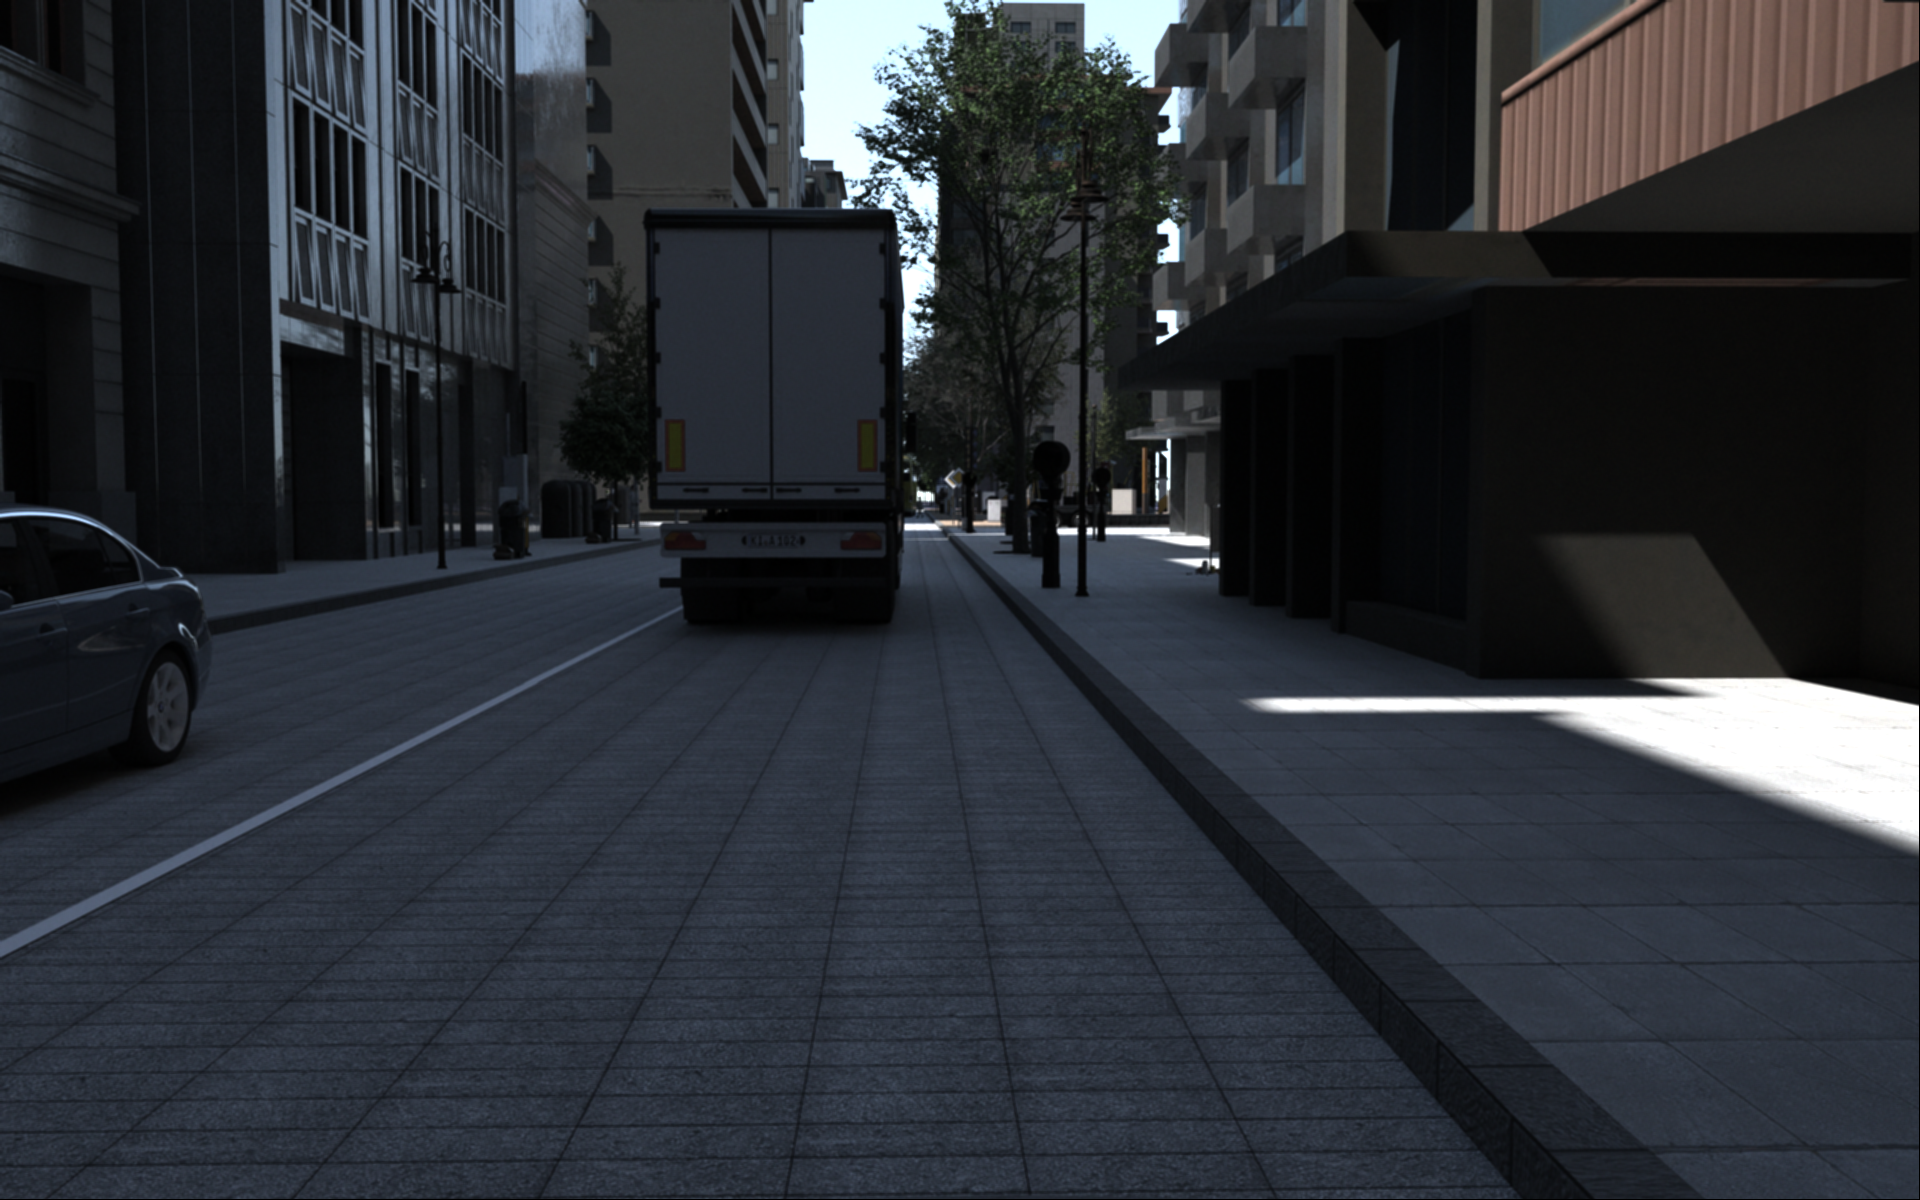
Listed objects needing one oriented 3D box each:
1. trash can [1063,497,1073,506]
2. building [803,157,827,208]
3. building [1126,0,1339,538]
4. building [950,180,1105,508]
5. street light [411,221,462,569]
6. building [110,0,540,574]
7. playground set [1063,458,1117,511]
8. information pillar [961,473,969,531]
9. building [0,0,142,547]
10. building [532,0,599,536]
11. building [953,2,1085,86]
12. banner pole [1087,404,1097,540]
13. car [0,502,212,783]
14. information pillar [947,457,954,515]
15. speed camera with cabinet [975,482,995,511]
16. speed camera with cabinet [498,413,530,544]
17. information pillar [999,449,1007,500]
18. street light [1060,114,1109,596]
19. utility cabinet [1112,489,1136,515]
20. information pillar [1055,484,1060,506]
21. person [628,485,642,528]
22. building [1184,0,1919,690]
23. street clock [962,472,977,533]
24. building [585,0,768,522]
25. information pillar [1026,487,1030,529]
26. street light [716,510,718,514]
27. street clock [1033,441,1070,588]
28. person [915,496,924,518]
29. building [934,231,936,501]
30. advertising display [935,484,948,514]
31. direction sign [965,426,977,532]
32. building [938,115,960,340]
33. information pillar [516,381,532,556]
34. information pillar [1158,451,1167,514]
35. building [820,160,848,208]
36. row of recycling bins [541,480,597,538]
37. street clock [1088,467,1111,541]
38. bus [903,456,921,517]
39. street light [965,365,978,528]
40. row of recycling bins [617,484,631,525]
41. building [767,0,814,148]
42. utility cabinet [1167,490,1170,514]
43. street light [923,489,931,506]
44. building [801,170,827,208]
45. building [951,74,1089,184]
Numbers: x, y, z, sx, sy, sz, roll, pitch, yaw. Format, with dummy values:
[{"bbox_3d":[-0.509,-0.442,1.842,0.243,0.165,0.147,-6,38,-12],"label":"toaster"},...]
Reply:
[{"bbox_3d":[6.360,-5.500,101.579,0.748,1.137,0.748,0,3,0],"label":"trash can"},{"bbox_3d":[-30.237,-38.326,246.231,23.786,49.044,30.456,0,4,-2],"label":"building"},{"bbox_3d":[17.411,-26.083,46.064,23.786,49.044,30.456,0,4,-2],"label":"building"},{"bbox_3d":[6.066,-23.979,163.763,14.160,30.474,14.107,0,4,-2],"label":"building"},{"bbox_3d":[-8.912,-3.476,29.621,0.468,5.910,1.993,0,4,-2],"label":"street light"},{"bbox_3d":[-17.257,-13.381,36.799,12.078,24.808,19.932,0,4,-2],"label":"building"},{"bbox_3d":[10.850,-8.983,133.648,5.637,4.214,5.302,0,4,2],"label":"playground set"},{"bbox_3d":[0.245,-3.445,60.810,0.304,2.012,0.304,-1,4,-23],"label":"information pillar"},{"bbox_3d":[-18.691,-13.910,14.826,14.401,28.519,23.554,0,4,-2],"label":"building"},{"bbox_3d":[-24.978,-15.751,54.796,25.104,27.353,12.463,0,4,-2],"label":"building"},{"bbox_3d":[7.242,-50.140,258.044,20.563,71.187,20.611,0,4,-2],"label":"building"},{"bbox_3d":[3.697,-3.557,48.168,0.401,3.779,0.863,1,4,15],"label":"banner pole"},{"bbox_3d":[-5.044,0.251,7.895,2.014,1.417,4.499,0,3,0],"label":"car"},{"bbox_3d":[-0.565,-7.051,106.637,0.504,3.616,0.183,-3,5,-43],"label":"information pillar"},{"bbox_3d":[1.364,-7.551,117.796,2.038,3.252,0.660,-2,4,-24],"label":"speed camera with cabinet"},{"bbox_3d":[-10.739,-2.897,41.694,0.660,3.252,2.038,-1,4,-10],"label":"speed camera with cabinet"},{"bbox_3d":[2.242,-6.018,89.751,0.504,3.616,0.183,0,4,-3],"label":"information pillar"},{"bbox_3d":[1.534,-2.986,21.604,0.468,5.910,1.993,0,4,-2],"label":"street light"},{"bbox_3d":[7.400,-4.243,78.048,1.173,1.500,0.318,3,5,44],"label":"utility cabinet"},{"bbox_3d":[5.226,-5.466,93.864,0.304,2.012,0.304,-1,4,-19],"label":"information pillar"},{"bbox_3d":[-12.602,-3.582,67.265,0.583,1.804,0.606,-1,4,-12],"label":"person"},{"bbox_3d":[13.284,-21.642,8.466,22.147,44.769,28.867,0,4,-2],"label":"building"},{"bbox_3d":[0.320,-3.188,56.693,0.471,2.002,0.358,0,4,-4],"label":"street clock"},{"bbox_3d":[-21.396,-28.446,88.793,21.300,48.544,21.600,0,4,-2],"label":"building"},{"bbox_3d":[2.276,-3.454,60.973,0.304,2.012,0.304,1,4,16],"label":"information pillar"},{"bbox_3d":[-10.184,-6.092,72.393,0.468,5.910,1.993,0,4,-2],"label":"street light"},{"bbox_3d":[1.248,-1.169,23.691,0.471,2.002,0.358,2,4,32],"label":"street clock"},{"bbox_3d":[-2.409,-5.514,102.927,0.640,1.303,0.475,2,4,29],"label":"person"},{"bbox_3d":[6.378,-41.090,295.525,21.300,48.544,21.600,0,4,-2],"label":"building"},{"bbox_3d":[-1.162,-6.665,114.181,0.974,1.923,0.123,-1,4,-20],"label":"advertising display"},{"bbox_3d":[0.370,-4.042,58.088,0.379,3.537,0.876,2,4,26],"label":"direction sign"},{"bbox_3d":[8.217,-35.859,210.001,21.300,48.544,21.600,0,4,-2],"label":"building"},{"bbox_3d":[-9.105,-2.733,36.036,0.183,3.616,0.504,-2,4,-31],"label":"information pillar"},{"bbox_3d":[10.932,-6.247,93.494,0.504,3.616,0.183,-1,4,-14],"label":"information pillar"},{"bbox_3d":[-32.434,-41.965,275.373,28.713,52.752,27.495,0,4,-2],"label":"building"},{"bbox_3d":[-11.620,-2.732,51.781,1.069,1.692,3.534,0,4,4],"label":"row of recycling bins"},{"bbox_3d":[3.831,-2.590,46.919,0.471,2.002,0.358,-1,4,-16],"label":"street clock"},{"bbox_3d":[-4.134,-7.306,111.002,2.896,3.916,12.252,0,4,0],"label":"bus"},{"bbox_3d":[0.414,-5.482,62.425,0.468,5.910,1.993,0,4,-2],"label":"street light"},{"bbox_3d":[-14.384,-4.043,73.216,1.069,1.692,3.534,0,4,-7],"label":"row of recycling bins"},{"bbox_3d":[-28.386,-34.923,160.224,28.713,52.752,27.495,0,4,-2],"label":"building"},{"bbox_3d":[11.078,-4.820,87.488,1.173,1.500,0.318,0,4,2],"label":"utility cabinet"},{"bbox_3d":[-4.288,-15.311,223.121,0.468,5.910,1.993,0,4,-2],"label":"street light"},{"bbox_3d":[-23.677,-32.374,212.910,14.154,41.232,14.086,0,4,-2],"label":"building"},{"bbox_3d":[10.305,-32.438,184.980,22.147,44.769,28.867,0,4,-2],"label":"building"}]
